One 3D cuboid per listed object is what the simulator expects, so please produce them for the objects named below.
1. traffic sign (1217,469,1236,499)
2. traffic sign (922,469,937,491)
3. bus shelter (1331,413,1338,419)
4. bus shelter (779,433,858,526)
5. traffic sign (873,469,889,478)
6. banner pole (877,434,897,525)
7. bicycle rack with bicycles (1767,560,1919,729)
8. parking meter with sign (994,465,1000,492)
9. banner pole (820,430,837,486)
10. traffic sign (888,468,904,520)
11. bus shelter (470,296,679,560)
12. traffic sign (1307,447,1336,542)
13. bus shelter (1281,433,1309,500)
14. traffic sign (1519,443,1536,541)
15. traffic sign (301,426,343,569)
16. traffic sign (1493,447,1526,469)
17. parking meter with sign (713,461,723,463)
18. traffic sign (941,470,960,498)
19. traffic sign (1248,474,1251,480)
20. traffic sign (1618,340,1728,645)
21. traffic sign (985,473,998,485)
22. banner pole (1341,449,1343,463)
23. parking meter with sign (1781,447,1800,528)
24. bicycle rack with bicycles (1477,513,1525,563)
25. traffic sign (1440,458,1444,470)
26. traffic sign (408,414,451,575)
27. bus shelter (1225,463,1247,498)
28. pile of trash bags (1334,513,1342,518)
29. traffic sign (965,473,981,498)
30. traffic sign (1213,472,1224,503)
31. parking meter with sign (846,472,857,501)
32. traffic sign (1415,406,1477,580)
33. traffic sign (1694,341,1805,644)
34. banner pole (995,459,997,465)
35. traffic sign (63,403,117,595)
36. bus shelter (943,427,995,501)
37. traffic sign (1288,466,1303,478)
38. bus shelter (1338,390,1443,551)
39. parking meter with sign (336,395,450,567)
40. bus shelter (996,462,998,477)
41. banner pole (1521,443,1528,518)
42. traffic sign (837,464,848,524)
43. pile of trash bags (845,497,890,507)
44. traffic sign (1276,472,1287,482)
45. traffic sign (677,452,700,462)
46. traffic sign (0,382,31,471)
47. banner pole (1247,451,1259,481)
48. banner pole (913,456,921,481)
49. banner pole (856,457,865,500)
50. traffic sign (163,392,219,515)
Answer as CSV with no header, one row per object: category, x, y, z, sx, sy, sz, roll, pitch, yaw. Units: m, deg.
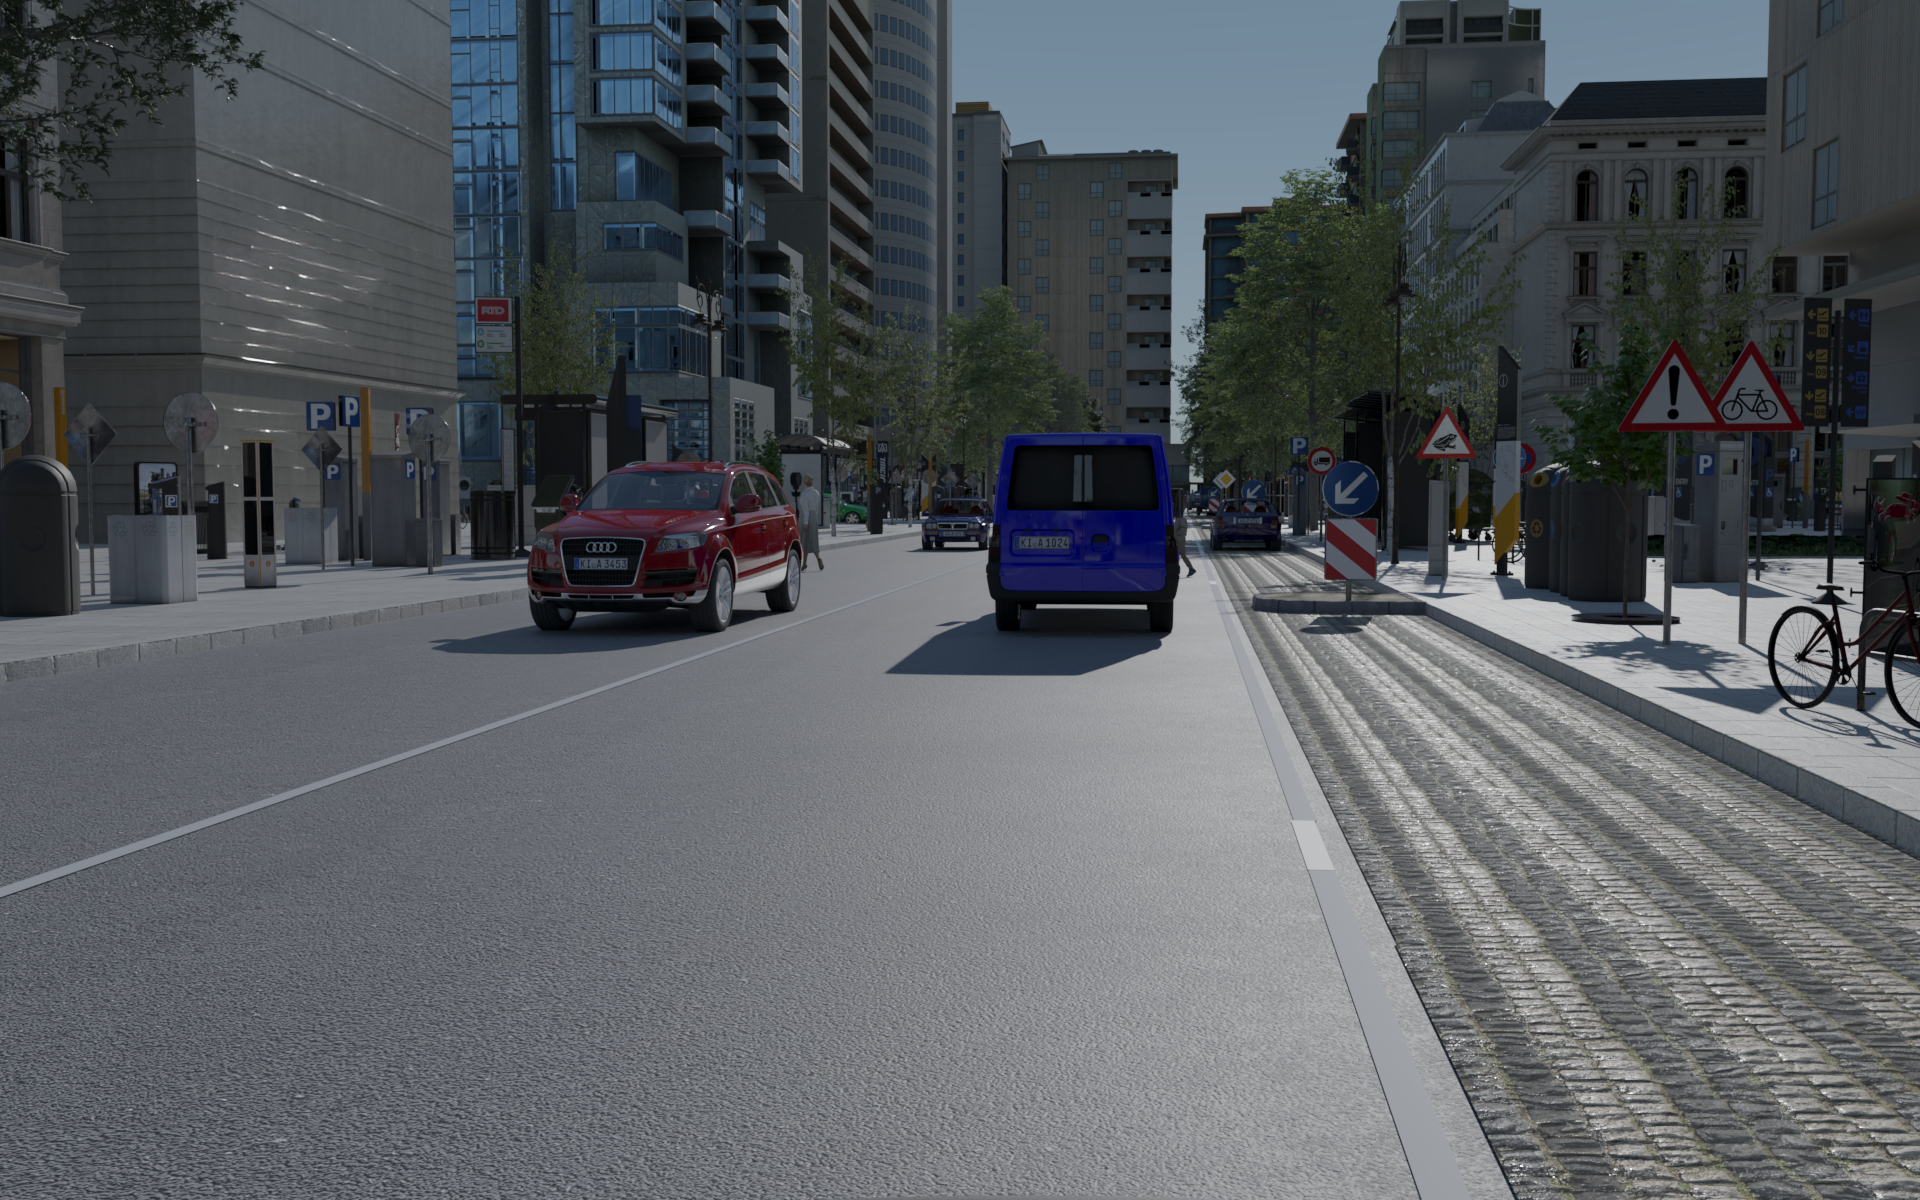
traffic sign,10.850,-4.098,70.644,0.795,2.450,0.064,0,4,7
traffic sign,-1.585,-5.416,88.657,0.768,2.556,0.104,1,4,12
bus shelter,11.622,-3.529,48.990,1.731,3.624,6.357,0,4,7
bus shelter,-5.049,-4.075,60.546,2.014,3.302,5.546,0,4,7
traffic sign,-3.742,-5.013,82.073,0.768,2.556,0.104,1,4,13
banner pole,-3.036,-4.990,71.598,0.863,3.779,0.401,0,4,-8
bicycle rack with bicycles,6.190,0.251,9.277,2.852,0.926,2.925,0,4,-5
parking meter with sign,2.311,-6.610,104.331,0.543,3.016,1.738,0,4,3
banner pole,-5.164,-4.747,67.631,0.863,3.779,0.401,-2,4,-26
traffic sign,-3.156,-5.246,85.773,0.884,2.594,0.081,1,4,13
bus shelter,-8.439,-3.679,37.790,2.179,5.291,8.768,0,4,7
traffic sign,9.749,-2.850,46.700,0.768,2.556,0.104,1,4,15
bus shelter,21.012,-7.932,107.313,2.179,5.291,8.768,0,4,7
traffic sign,14.043,-2.652,43.468,0.768,2.556,0.104,0,4,8
traffic sign,-10.838,-1.727,29.420,0.795,2.450,0.064,1,4,14
traffic sign,13.417,-2.585,42.368,0.768,2.556,0.104,1,4,12
parking meter with sign,-12.912,-5.692,89.318,0.543,3.016,1.738,2,4,25
traffic sign,-0.402,-4.186,72.084,0.795,2.450,0.064,0,4,7
traffic sign,18.217,-6.567,107.480,0.768,2.556,0.104,1,4,14
traffic sign,6.020,-0.898,14.680,0.884,2.594,0.081,1,4,9
traffic sign,1.820,-6.195,101.388,0.768,2.556,0.104,0,4,8
banner pole,18.910,-5.811,85.028,0.401,3.779,0.863,3,5,45
parking meter with sign,30.434,-4.198,64.903,1.738,3.016,0.543,0,4,-3
bicycle rack with bicycles,11.326,-1.211,33.182,2.925,0.926,2.852,0,4,-3
traffic sign,14.327,-3.195,52.339,0.768,2.556,0.104,1,4,12
traffic sign,-8.435,-1.676,27.514,0.768,2.556,0.104,1,4,16
bus shelter,21.152,-8.633,132.431,1.731,3.624,6.357,0,4,7
pile of trash bags,14.827,-3.228,62.529,1.912,1.369,3.447,3,4,36
traffic sign,0.601,-4.671,80.006,0.795,2.450,0.064,0,4,7
traffic sign,11.853,-4.583,78.566,0.795,2.450,0.064,0,4,7
parking meter with sign,-8.283,-8.373,133.161,0.543,3.016,1.738,-2,4,-28
traffic sign,7.217,-1.575,25.750,0.884,2.594,0.081,1,4,14
traffic sign,6.712,-0.904,14.788,0.884,2.594,0.081,1,4,10
banner pole,2.432,-7.293,109.262,0.863,3.779,0.401,-2,4,-29
traffic sign,-11.040,-1.272,21.990,0.795,2.450,0.064,1,4,14
bus shelter,0.383,-7.832,105.690,2.179,5.291,8.768,0,4,7
traffic sign,15.497,-4.879,79.884,0.768,2.556,0.104,1,4,16
bus shelter,10.420,-3.106,42.061,1.731,3.624,6.357,0,4,7
parking meter with sign,-10.020,-2.101,30.610,1.738,3.016,0.543,1,4,12
bus shelter,2.366,-8.429,115.441,2.179,5.291,8.768,0,4,7
banner pole,27.646,-5.811,85.034,0.401,3.779,0.863,-1,4,-20
traffic sign,-5.136,-4.496,73.614,0.768,2.556,0.104,1,4,13
pile of trash bags,-5.852,-6.005,107.939,3.447,1.369,1.912,3,5,43
traffic sign,18.814,-6.222,101.830,0.768,2.556,0.104,1,4,12
traffic sign,-8.145,-3.169,51.911,0.768,2.556,0.104,1,4,11
traffic sign,-10.891,-1.196,19.660,0.768,2.556,0.104,1,4,9
banner pole,16.951,-6.766,100.648,0.863,3.779,0.401,0,4,5
banner pole,-2.855,-7.582,113.980,0.863,3.779,0.401,-2,4,-27
banner pole,-6.630,-7.647,115.047,0.863,3.779,0.401,-3,4,-37
traffic sign,-9.600,-1.315,21.605,0.768,2.556,0.104,1,4,11
